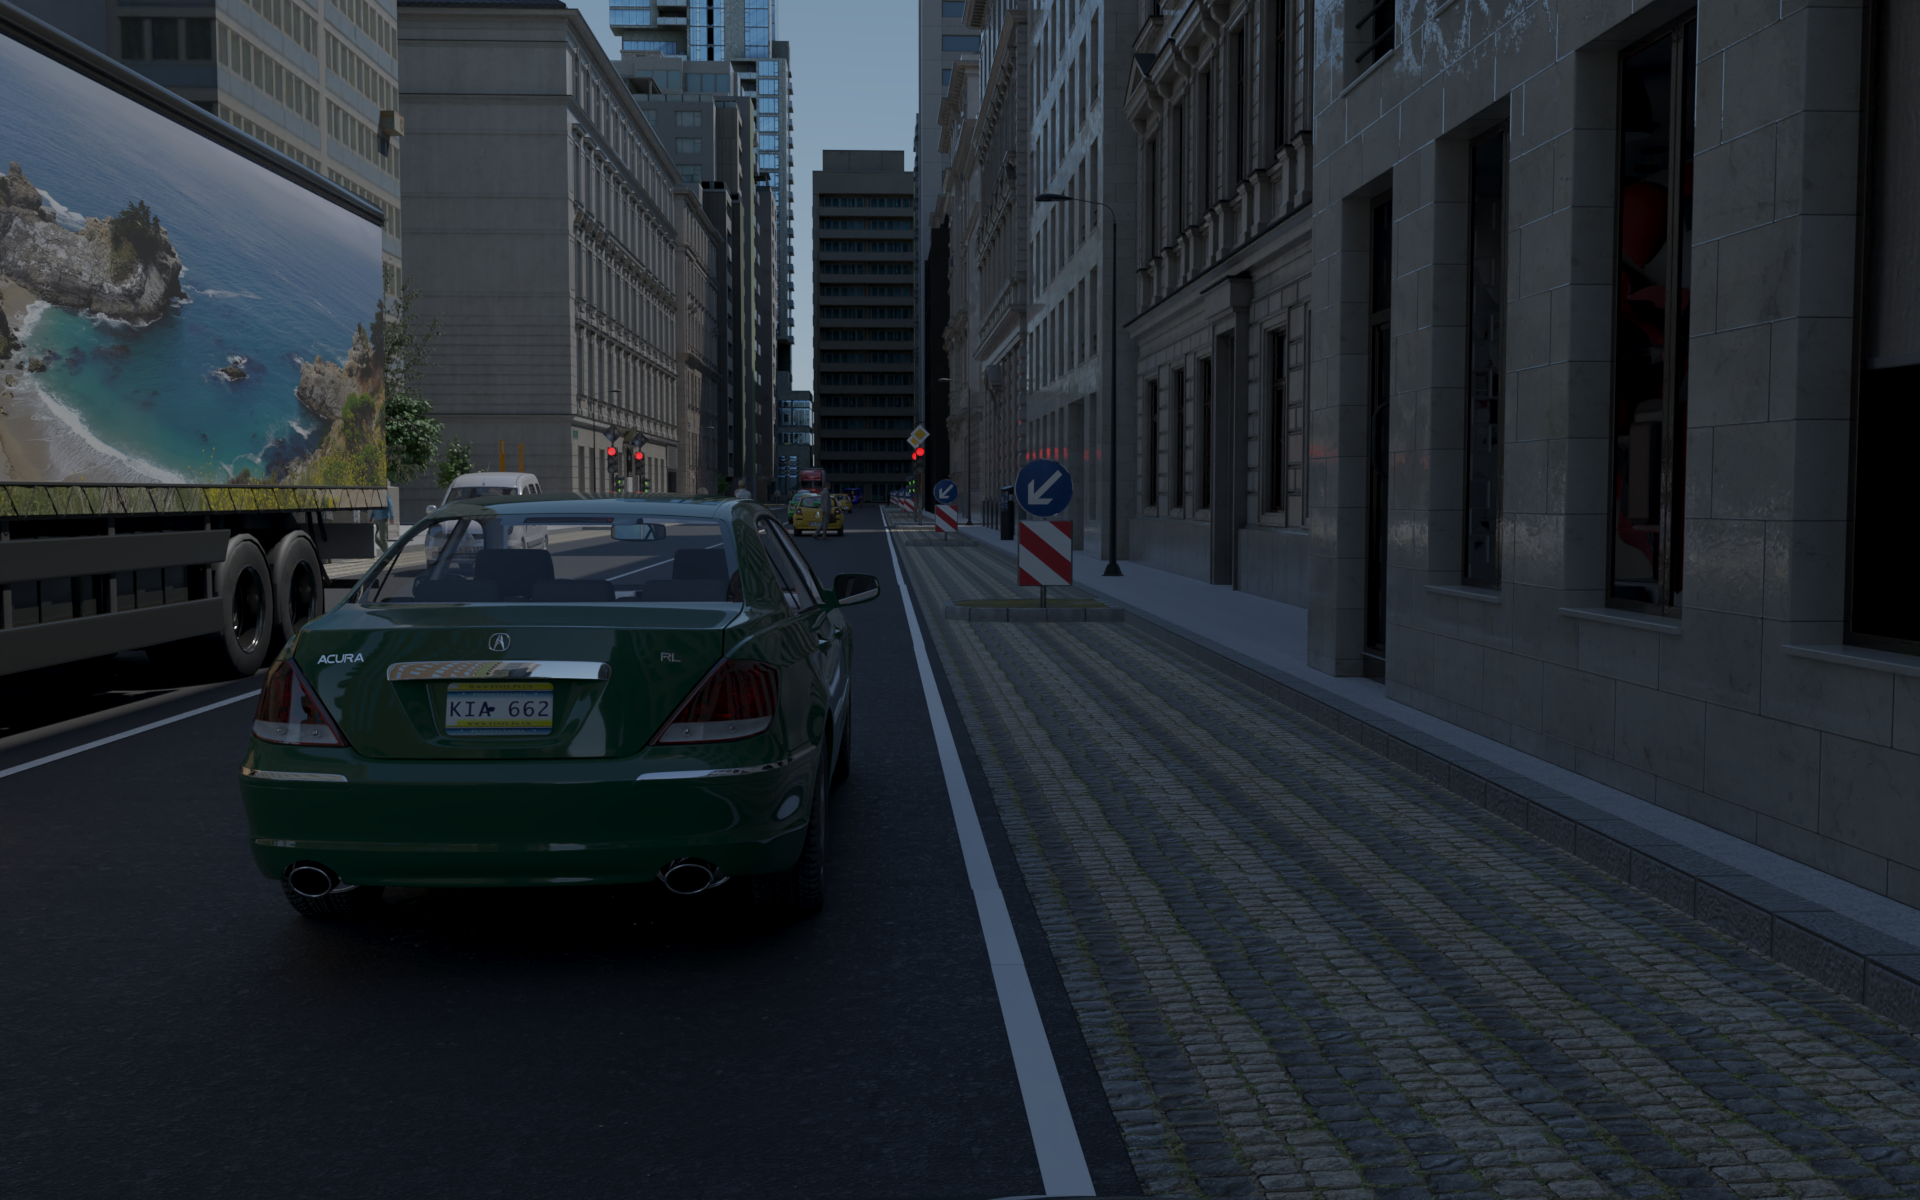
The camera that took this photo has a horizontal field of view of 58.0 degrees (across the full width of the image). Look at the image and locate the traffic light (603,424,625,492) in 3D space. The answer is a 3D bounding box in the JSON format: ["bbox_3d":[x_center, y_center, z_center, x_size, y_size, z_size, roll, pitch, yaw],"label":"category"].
[{"bbox_3d":[-13.879,-4.920,69.358,0.839,4.253,0.868,0,4,-3],"label":"traffic light"}]

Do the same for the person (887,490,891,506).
[{"bbox_3d":[-7.630,-10.813,185.312,0.705,1.821,1.348,-1,4,-18],"label":"person"}]

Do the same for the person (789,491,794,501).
[{"bbox_3d":[-18.754,-11.255,193.230,0.721,1.736,1.217,2,4,25],"label":"person"}]

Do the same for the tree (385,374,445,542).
[{"bbox_3d":[-15.710,-3.871,47.008,4.285,4.588,4.351,0,3,0],"label":"tree"}]

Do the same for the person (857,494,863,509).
[{"bbox_3d":[-9.753,-9.670,169.833,0.421,1.427,0.697,-3,4,-38],"label":"person"}]

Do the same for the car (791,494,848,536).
[{"bbox_3d":[-4.879,-3.045,60.005,2.015,1.641,3.980,0,4,-3],"label":"car"}]

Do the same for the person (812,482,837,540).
[{"bbox_3d":[-4.174,-2.773,53.954,0.853,1.813,0.709,-2,4,-25],"label":"person"}]

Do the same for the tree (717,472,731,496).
[{"bbox_3d":[-20.913,-9.530,150.419,1.663,3.219,1.824,0,3,0],"label":"tree"}]

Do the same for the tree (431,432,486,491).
[{"bbox_3d":[-15.588,-3.638,54.091,1.663,3.219,1.824,0,3,0],"label":"tree"}]

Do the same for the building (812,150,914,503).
[{"bbox_3d":[-10.007,-38.105,246.717,21.600,48.544,21.300,0,4,-3],"label":"building"}]

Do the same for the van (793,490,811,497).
[{"bbox_3d":[-15.589,-10.134,172.710,2.013,2.044,4.112,0,4,-4],"label":"van"}]

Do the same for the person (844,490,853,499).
[{"bbox_3d":[-10.559,-9.308,160.651,1.348,1.831,0.705,1,4,8],"label":"person"}]

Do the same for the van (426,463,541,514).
[{"bbox_3d":[-8.713,-1.531,32.048,2.013,2.044,4.112,0,4,-5],"label":"van"}]

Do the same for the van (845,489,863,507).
[{"bbox_3d":[-12.017,-11.647,194.808,2.240,2.365,5.245,0,4,-2],"label":"van"}]

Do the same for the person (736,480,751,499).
[{"bbox_3d":[-5.542,-2.185,44.449,0.478,1.798,0.641,-2,4,-25],"label":"person"}]

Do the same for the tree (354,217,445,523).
[{"bbox_3d":[-14.784,-5.624,42.317,4.360,8.622,3.978,0,3,0],"label":"tree"}]

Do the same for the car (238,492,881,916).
[{"bbox_3d":[-1.410,0.272,7.344,2.131,1.459,4.920,0,4,-2],"label":"car"}]

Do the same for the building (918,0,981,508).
[{"bbox_3d":[6.441,-38.395,169.760,21.231,58.520,28.212,0,4,-3],"label":"building"}]

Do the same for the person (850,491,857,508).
[{"bbox_3d":[-11.121,-10.385,178.820,1.217,1.766,0.721,-1,4,-14],"label":"person"}]

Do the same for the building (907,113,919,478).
[{"bbox_3d":[5.900,-35.462,199.404,23.786,49.044,30.456,0,4,-3],"label":"building"}]

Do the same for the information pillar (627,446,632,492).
[{"bbox_3d":[-16.292,-5.751,85.386,0.183,3.616,0.504,1,4,11],"label":"information pillar"}]

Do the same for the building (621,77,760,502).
[{"bbox_3d":[-27.952,-29.910,172.631,14.154,41.232,14.086,0,4,-3],"label":"building"}]

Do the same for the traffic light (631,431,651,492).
[{"bbox_3d":[-14.261,-5.408,77.334,0.839,4.253,0.868,0,4,-3],"label":"traffic light"}]

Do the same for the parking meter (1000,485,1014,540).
[{"bbox_3d":[1.313,-2.433,48.183,0.372,1.533,0.369,0,3,0],"label":"parking meter"}]

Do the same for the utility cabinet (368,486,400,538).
[{"bbox_3d":[-16.499,-2.503,49.605,0.318,1.500,1.173,1,4,13],"label":"utility cabinet"}]

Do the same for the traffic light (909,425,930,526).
[{"bbox_3d":[-1.633,-4.956,69.958,0.839,4.253,0.868,0,4,-3],"label":"traffic light"}]

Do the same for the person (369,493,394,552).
[{"bbox_3d":[-12.160,-1.688,36.445,0.444,1.785,0.601,-3,5,-42],"label":"person"}]

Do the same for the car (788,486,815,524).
[{"bbox_3d":[-7.419,-4.635,84.582,1.959,1.807,4.718,0,4,-2],"label":"car"}]

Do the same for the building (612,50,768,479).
[{"bbox_3d":[-34.145,-35.157,194.418,23.786,49.044,30.456,0,4,-3],"label":"building"}]

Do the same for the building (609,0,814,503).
[{"bbox_3d":[-36.572,-57.000,244.613,31.000,86.520,22.319,0,4,-3],"label":"building"}]

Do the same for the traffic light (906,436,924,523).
[{"bbox_3d":[-2.015,-5.444,77.934,0.839,4.253,0.868,0,4,-3],"label":"traffic light"}]

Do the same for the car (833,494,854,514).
[{"bbox_3d":[-8.901,-7.255,128.836,2.015,1.641,3.980,0,4,-1],"label":"car"}]

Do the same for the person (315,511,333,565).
[{"bbox_3d":[-12.972,-1.640,35.119,0.447,1.846,0.655,0,4,-3],"label":"person"}]

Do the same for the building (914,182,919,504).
[{"bbox_3d":[1.091,-32.935,222.089,14.154,41.232,14.086,0,4,-3],"label":"building"}]
